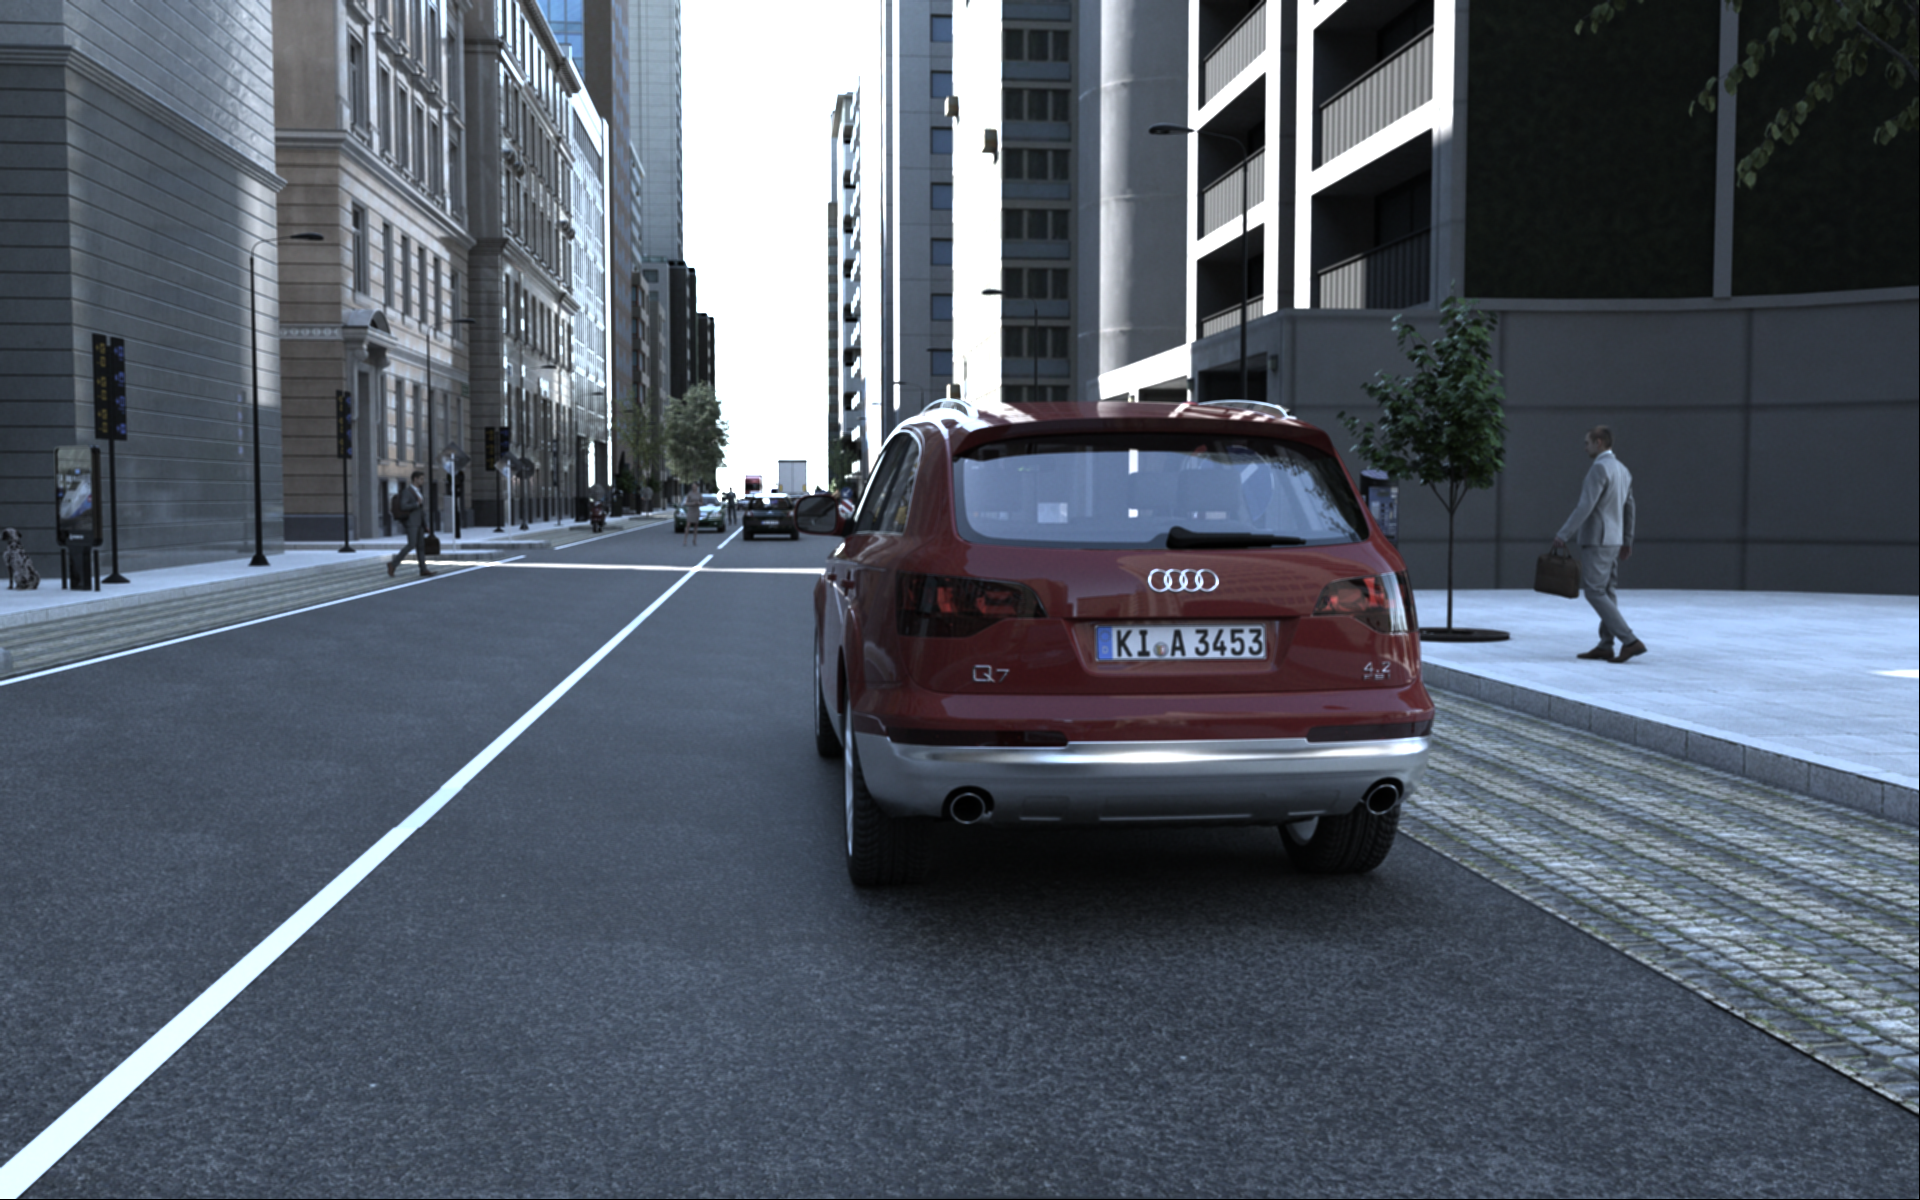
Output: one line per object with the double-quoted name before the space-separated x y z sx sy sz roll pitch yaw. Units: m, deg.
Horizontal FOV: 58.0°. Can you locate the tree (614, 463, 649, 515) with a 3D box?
"tree" -20.197 -6.792 105.651 1.663 3.219 1.824 0 3 0

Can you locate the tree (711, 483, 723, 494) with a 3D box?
"tree" -36.985 -16.394 262.646 1.663 3.219 1.824 0 3 0

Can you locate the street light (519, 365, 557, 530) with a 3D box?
"street light" -15.215 -5.500 62.473 1.470 5.913 1.316 0 4 -6

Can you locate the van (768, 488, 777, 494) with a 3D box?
"van" -18.415 -10.487 175.842 2.240 2.365 5.245 0 4 -6

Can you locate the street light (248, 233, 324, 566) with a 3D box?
"street light" -12.017 -3.570 30.908 1.470 5.913 1.316 0 4 -6

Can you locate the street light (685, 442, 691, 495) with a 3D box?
"street light" -24.882 -11.171 155.189 1.470 5.913 1.316 0 4 -6

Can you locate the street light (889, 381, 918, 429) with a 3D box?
"street light" -2.094 -6.059 71.598 1.470 5.913 1.316 0 4 -6

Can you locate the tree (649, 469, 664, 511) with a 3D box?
"tree" -23.804 -8.532 134.101 1.663 3.219 1.824 0 3 0

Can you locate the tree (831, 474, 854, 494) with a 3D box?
"tree" -11.157 -10.517 166.551 1.663 3.219 1.824 0 3 0

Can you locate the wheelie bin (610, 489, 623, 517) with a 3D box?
"wheelie bin" -19.269 -5.466 97.275 0.693 1.594 0.980 -1 4 -13

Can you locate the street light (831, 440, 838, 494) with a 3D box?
"street light" -10.039 -10.727 147.932 1.470 5.913 1.316 0 4 -6

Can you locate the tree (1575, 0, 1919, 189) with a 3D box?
"tree" 5.108 -3.551 8.428 4.737 8.622 4.395 0 3 0

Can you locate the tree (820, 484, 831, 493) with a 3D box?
"tree" -13.656 -11.809 187.684 1.663 3.219 1.824 0 3 0

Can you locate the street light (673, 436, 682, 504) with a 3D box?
"street light" -23.173 -10.158 138.617 1.470 5.913 1.316 0 4 -6

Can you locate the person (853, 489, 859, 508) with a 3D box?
"person" -9.466 -9.265 158.045 0.721 1.766 1.217 -1 4 -21

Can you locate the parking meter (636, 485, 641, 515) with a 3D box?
"parking meter" -19.972 -6.230 107.572 0.255 1.863 0.399 -2 4 -26

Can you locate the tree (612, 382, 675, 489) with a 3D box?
"tree" -21.130 -10.071 115.020 4.737 8.622 4.395 0 3 0

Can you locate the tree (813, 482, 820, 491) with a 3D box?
"tree" -22.765 -17.180 275.496 1.663 3.219 1.824 0 3 0

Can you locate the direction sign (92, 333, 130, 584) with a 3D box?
"direction sign" -12.196 -2.013 24.908 0.379 3.537 0.876 0 4 0

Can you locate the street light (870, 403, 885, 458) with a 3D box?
"street light" -3.829 -7.069 88.125 1.470 5.913 1.316 0 4 -6

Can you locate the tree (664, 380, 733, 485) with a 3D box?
"tree" -29.883 -17.620 194.744 9.857 13.997 8.962 0 3 0

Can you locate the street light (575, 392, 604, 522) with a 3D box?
"street light" -16.950 -6.521 79.167 1.470 5.913 1.316 0 4 -6

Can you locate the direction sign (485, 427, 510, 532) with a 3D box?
"direction sign" -15.576 -4.060 58.379 0.876 3.537 0.379 1 4 13

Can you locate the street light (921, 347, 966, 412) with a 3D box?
"street light" -0.363 -5.048 55.070 1.470 5.913 1.316 0 4 -6

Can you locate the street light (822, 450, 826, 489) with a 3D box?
"street light" -13.535 -12.776 181.421 1.470 5.913 1.316 0 4 -6

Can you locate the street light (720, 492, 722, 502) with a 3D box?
"street light" -33.666 -16.316 239.313 1.470 5.913 1.316 0 4 -6

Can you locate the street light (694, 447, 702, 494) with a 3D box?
"street light" -26.576 -12.187 171.797 1.470 5.913 1.316 0 4 -6

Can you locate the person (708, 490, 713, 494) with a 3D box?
"person" -21.572 -8.637 149.742 1.348 1.821 0.705 -1 4 -9

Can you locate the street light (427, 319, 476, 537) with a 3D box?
"street light" -13.513 -4.489 45.942 1.470 5.913 1.316 0 4 -6

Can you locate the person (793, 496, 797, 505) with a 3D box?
"person" -9.183 -5.160 97.140 0.394 1.301 0.425 0 4 -8

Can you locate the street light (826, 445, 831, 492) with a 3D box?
"street light" -11.698 -11.747 164.603 1.470 5.913 1.316 0 4 -6

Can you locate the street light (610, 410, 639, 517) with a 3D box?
"street light" -18.690 -7.532 95.694 1.470 5.913 1.316 0 4 -6

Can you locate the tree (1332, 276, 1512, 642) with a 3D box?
"tree" 4.461 -1.278 15.498 1.663 3.219 1.824 0 3 0

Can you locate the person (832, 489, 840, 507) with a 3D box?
"person" -12.605 -10.546 178.477 1.348 1.823 0.705 0 4 -2

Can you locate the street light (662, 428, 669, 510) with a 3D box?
"street light" -21.484 -9.146 122.085 1.470 5.913 1.316 0 4 -6

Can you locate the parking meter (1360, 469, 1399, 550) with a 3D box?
"parking meter" 4.094 -0.522 16.951 0.372 1.533 0.369 0 3 0

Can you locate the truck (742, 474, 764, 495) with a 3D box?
"truck" -29.340 -15.751 246.442 2.839 4.237 11.283 0 4 -4

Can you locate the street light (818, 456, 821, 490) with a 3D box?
"street light" -15.164 -13.793 198.057 1.470 5.913 1.316 0 4 -6

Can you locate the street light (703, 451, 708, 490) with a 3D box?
"street light" -28.296 -13.198 188.326 1.470 5.913 1.316 0 4 -6

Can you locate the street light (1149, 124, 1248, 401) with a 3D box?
"street light" 3.062 -3.022 21.948 1.470 5.913 1.316 0 4 -6

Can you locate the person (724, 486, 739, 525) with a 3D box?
"person" -10.711 -4.436 81.211 0.661 1.801 0.590 -1 4 -9

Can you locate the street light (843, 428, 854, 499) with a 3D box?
"street light" -7.312 -9.157 122.262 1.470 5.913 1.316 0 4 -6

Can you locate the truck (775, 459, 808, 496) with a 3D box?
"truck" -14.049 -9.528 144.703 2.839 4.237 11.283 0 4 -6

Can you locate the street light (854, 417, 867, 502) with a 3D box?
"street light" -5.517 -8.114 105.203 1.470 5.913 1.316 0 4 -6

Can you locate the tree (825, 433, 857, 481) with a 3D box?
"tree" -14.367 -15.681 206.752 4.737 8.622 4.395 0 3 0

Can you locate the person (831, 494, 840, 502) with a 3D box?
"person" -13.749 -11.280 191.201 1.217 1.736 0.721 -2 4 -25

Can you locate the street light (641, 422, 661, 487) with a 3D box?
"street light" -20.360 -8.544 112.228 1.470 5.913 1.316 0 4 -6

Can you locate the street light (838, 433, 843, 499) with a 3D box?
"street light" -8.274 -9.681 130.825 1.470 5.913 1.316 0 4 -6

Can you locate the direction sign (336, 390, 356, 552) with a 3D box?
"direction sign" -13.524 -2.820 38.096 0.379 3.537 0.876 0 4 -2

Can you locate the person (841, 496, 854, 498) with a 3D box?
"person" -9.994 -8.933 152.921 1.217 1.723 0.721 0 4 -4

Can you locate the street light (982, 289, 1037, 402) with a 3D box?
"street light" 1.192 -4.094 39.476 1.470 5.913 1.316 0 4 -6
